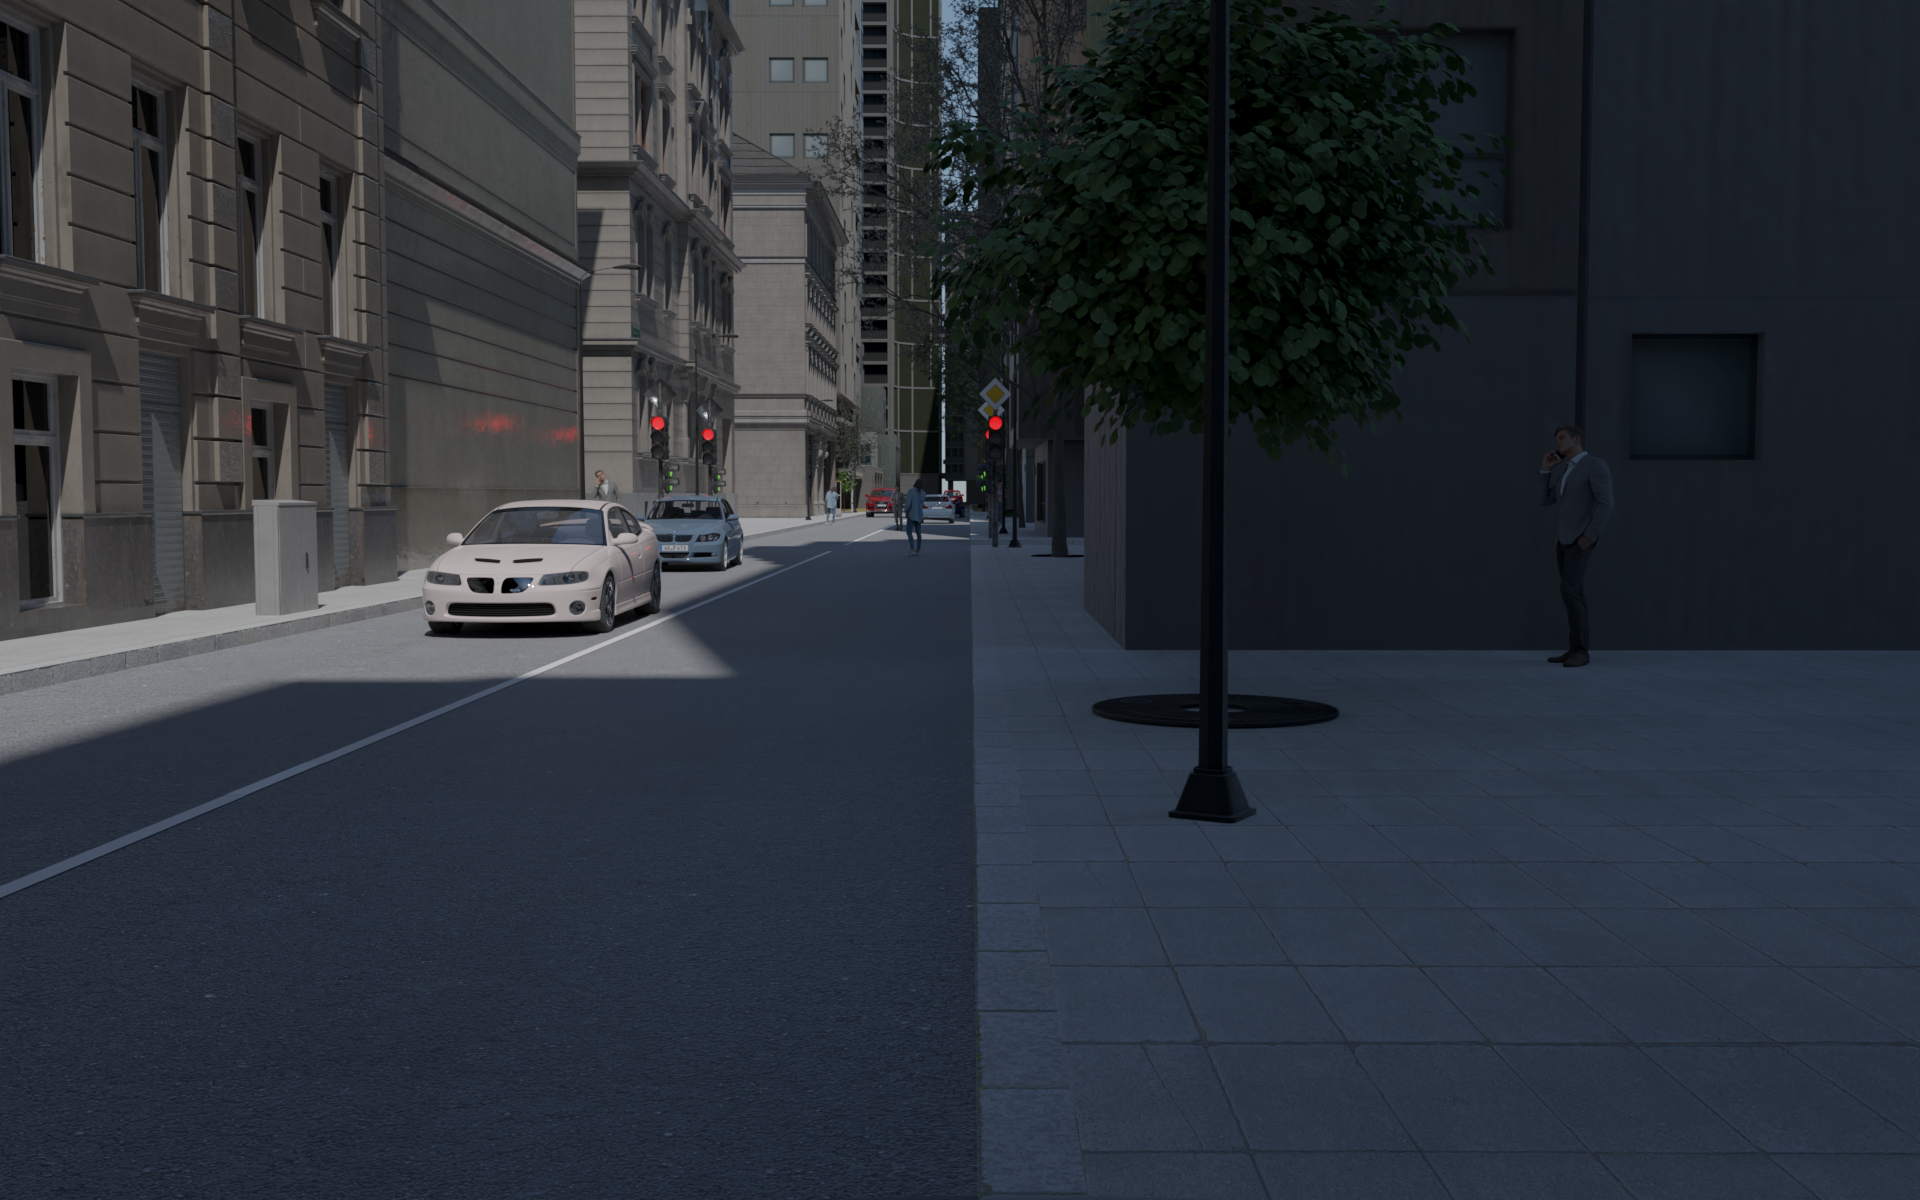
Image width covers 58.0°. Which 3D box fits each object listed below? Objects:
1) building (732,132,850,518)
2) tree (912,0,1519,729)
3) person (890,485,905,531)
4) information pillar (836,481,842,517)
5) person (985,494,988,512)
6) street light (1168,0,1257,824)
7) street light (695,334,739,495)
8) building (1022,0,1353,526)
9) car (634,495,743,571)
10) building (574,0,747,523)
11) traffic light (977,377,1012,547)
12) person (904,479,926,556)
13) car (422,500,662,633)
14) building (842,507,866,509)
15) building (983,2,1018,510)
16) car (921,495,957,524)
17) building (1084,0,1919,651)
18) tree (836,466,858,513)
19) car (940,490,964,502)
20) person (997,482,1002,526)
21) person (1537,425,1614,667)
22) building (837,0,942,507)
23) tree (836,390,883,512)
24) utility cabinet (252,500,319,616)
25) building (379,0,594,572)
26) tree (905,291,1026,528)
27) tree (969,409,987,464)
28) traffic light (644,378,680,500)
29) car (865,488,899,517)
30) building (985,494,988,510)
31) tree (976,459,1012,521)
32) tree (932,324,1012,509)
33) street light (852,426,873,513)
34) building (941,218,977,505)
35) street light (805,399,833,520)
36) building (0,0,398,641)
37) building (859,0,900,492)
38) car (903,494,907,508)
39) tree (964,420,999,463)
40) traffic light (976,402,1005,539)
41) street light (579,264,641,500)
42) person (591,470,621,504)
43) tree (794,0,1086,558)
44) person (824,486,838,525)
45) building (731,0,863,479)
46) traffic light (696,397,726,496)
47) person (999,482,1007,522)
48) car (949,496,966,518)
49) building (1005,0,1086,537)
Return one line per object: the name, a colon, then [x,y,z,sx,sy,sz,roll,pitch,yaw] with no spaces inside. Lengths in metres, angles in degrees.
building: [-12.568,-14.801,92.909,10.553,20.767,40.483,0,4,0]
tree: [1.565,-1.607,9.984,4.285,4.588,4.351,0,3,0]
person: [-2.473,-3.628,68.014,0.606,1.804,0.583,0,4,7]
information pillar: [-6.838,-5.691,97.544,0.304,2.012,0.304,0,4,2]
person: [1.963,-6.826,122.321,0.373,1.253,0.362,0,4,-1]
street light: [0.468,-2.092,6.751,1.470,5.913,1.316,0,4,0]
street light: [-7.103,-4.754,50.264,1.470,5.913,1.316,0,4,0]
building: [9.982,-24.411,82.707,14.154,41.232,14.086,0,4,0]
car: [-5.248,-1.327,33.697,2.014,1.417,4.499,0,4,-1]
building: [-15.574,-16.714,60.662,14.401,28.519,23.554,0,4,0]
traffic light: [0.834,-3.238,41.867,0.839,4.253,0.868,0,4,0]
person: [-1.046,-1.929,40.303,0.793,1.790,0.793,1,4,18]
car: [-4.539,-0.429,19.378,2.083,1.381,4.827,0,3,0]
building: [-17.736,-44.269,162.045,20.563,71.187,20.611,0,4,0]
building: [12.385,-33.255,167.419,21.300,48.544,21.600,0,4,0]
car: [-1.155,-4.470,85.088,2.014,1.417,4.499,0,4,-1]
building: [8.410,-20.560,19.759,14.154,41.232,14.086,0,4,0]
tree: [-7.690,-7.483,116.943,1.663,3.219,1.824,0,3,0]
car: [-0.747,-9.377,161.991,2.281,1.827,5.304,0,4,-1]
person: [1.555,-3.873,69.953,0.643,1.750,0.593,-3,5,-41]
person: [4.611,-0.417,13.037,0.473,1.802,0.592,0,4,5]
building: [-12.655,-47.676,217.760,20.611,71.187,20.563,0,4,0]
tree: [-7.602,-10.545,122.771,4.360,8.622,3.978,0,3,0]
utility cabinet: [-7.287,-0.465,18.761,0.306,1.237,1.020,0,4,1]
building: [-23.413,-12.283,34.117,30.059,22.955,16.112,0,4,0]
tree: [2.314,-8.039,65.847,8.767,10.594,7.601,-1,4,-12]
tree: [2.559,-11.259,134.447,4.737,8.622,4.395,0,3,0]
traffic light: [-7.227,-3.240,41.897,0.839,4.253,0.868,0,4,0]
car: [-4.734,-6.068,107.882,2.281,1.827,5.304,0,4,1]
building: [12.449,-43.267,145.661,20.563,71.187,20.611,0,4,0]
tree: [1.722,-5.398,82.852,1.663,3.219,1.824,0,3,0]
tree: [2.433,-10.535,98.006,9.928,11.665,9.643,0,3,0]
street light: [-6.675,-8.957,118.984,1.470,5.913,1.316,0,4,0]
building: [9.674,-32.517,223.538,23.993,40.220,32.217,0,4,0]
street light: [-6.897,-6.866,84.794,1.470,5.913,1.316,0,4,0]
building: [-13.993,-13.172,12.624,12.463,27.353,25.104,0,4,0]
building: [-22.508,-53.526,187.817,31.000,86.520,22.319,0,4,0]
car: [-4.795,-8.970,156.444,2.009,1.686,4.222,0,4,0]
tree: [2.666,-10.902,128.612,4.360,8.622,3.978,0,3,0]
traffic light: [0.879,-3.727,49.852,0.839,4.253,0.868,0,4,0]
street light: [-7.119,-3.824,35.062,1.470,5.913,1.316,0,4,0]
person: [-7.684,-1.923,37.662,0.592,1.802,0.473,0,4,8]
tree: [1.905,-7.613,34.849,12.009,13.543,11.850,0,3,0]
person: [-5.921,-4.332,79.601,0.793,1.790,0.793,-2,4,-34]
building: [-22.031,-33.583,138.328,28.713,52.752,27.495,0,4,0]
traffic light: [-7.182,-3.729,49.882,0.839,4.253,0.868,0,4,0]
person: [1.866,-4.524,79.977,0.573,1.828,0.580,0,4,8]
car: [-0.599,-5.725,106.182,1.945,1.354,3.894,0,4,2]
building: [8.578,-17.239,53.565,14.107,30.474,14.160,0,4,0]
